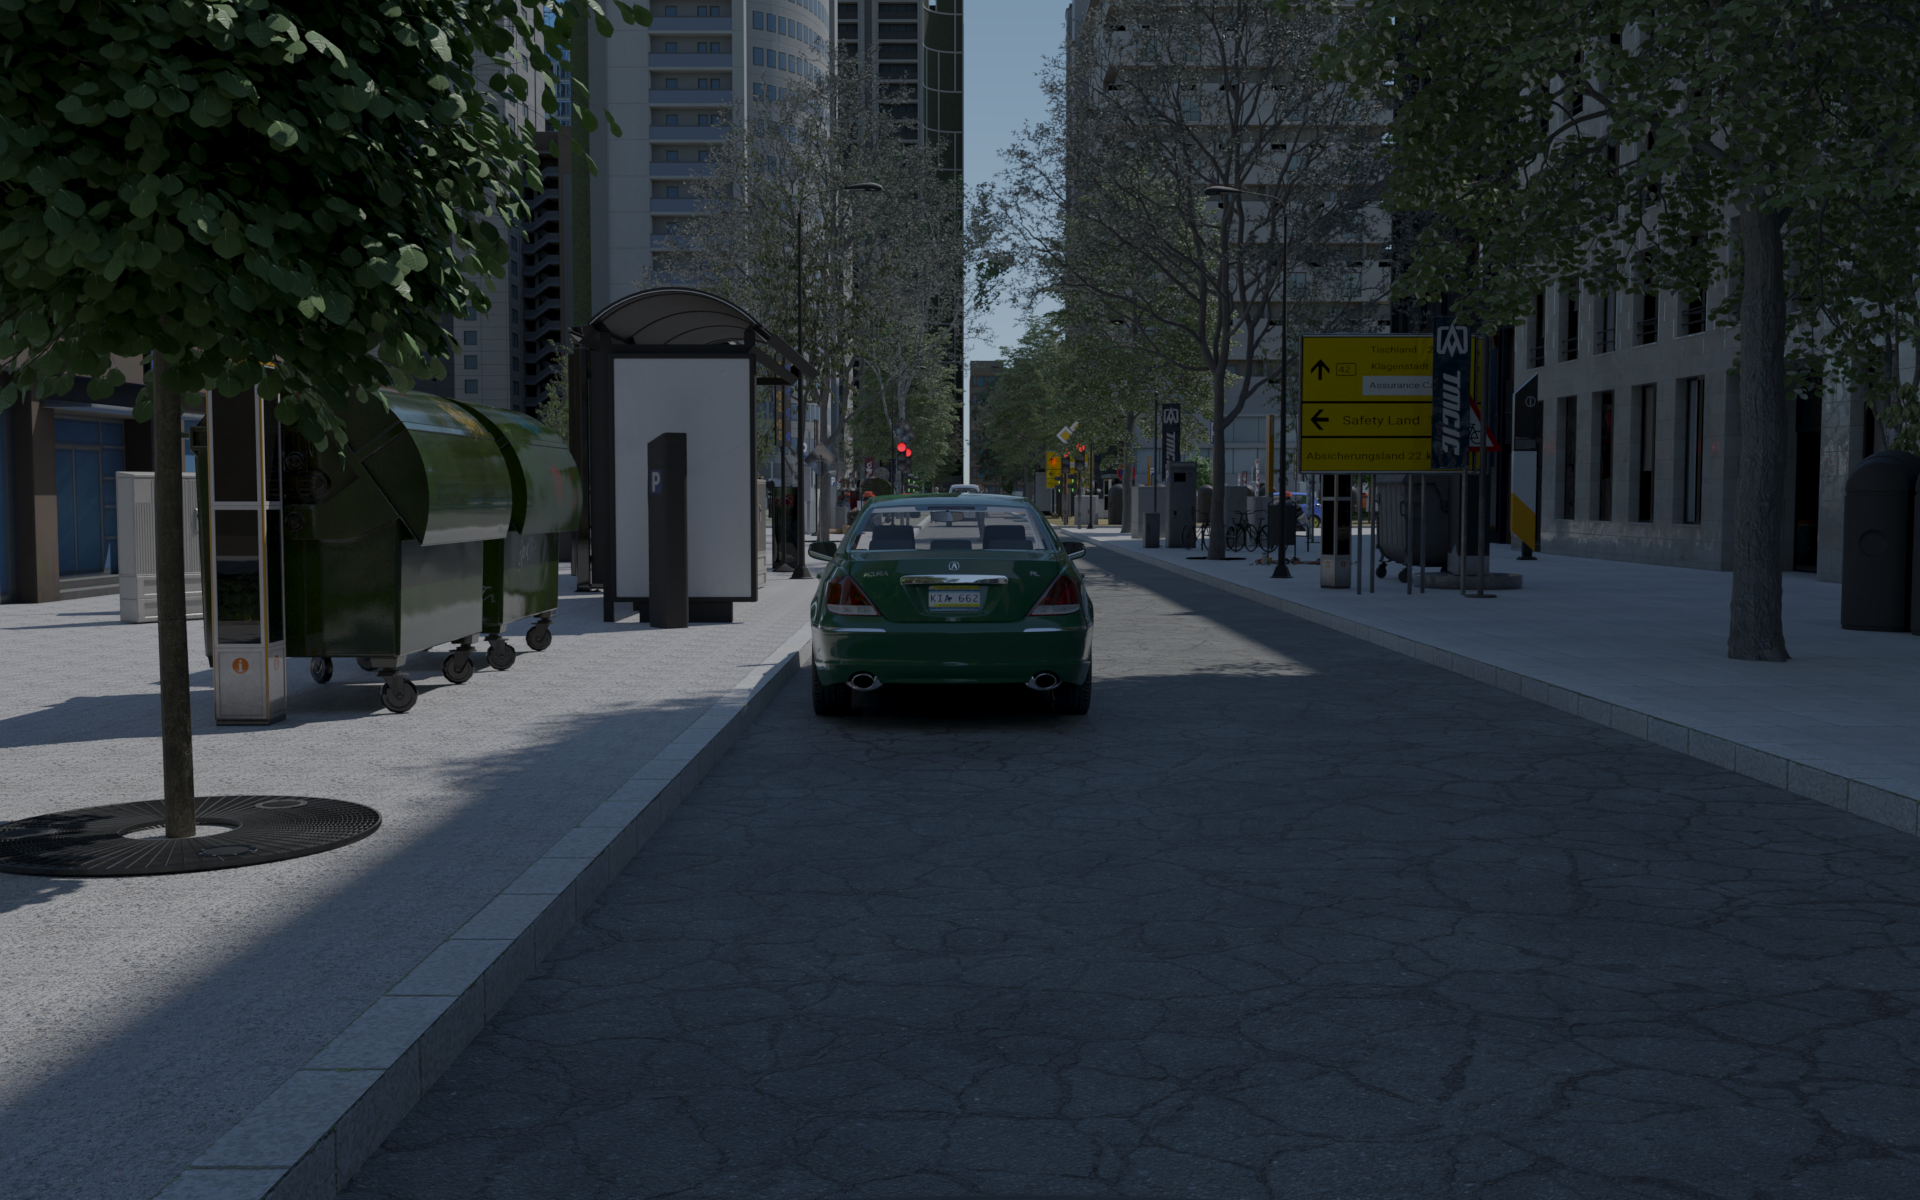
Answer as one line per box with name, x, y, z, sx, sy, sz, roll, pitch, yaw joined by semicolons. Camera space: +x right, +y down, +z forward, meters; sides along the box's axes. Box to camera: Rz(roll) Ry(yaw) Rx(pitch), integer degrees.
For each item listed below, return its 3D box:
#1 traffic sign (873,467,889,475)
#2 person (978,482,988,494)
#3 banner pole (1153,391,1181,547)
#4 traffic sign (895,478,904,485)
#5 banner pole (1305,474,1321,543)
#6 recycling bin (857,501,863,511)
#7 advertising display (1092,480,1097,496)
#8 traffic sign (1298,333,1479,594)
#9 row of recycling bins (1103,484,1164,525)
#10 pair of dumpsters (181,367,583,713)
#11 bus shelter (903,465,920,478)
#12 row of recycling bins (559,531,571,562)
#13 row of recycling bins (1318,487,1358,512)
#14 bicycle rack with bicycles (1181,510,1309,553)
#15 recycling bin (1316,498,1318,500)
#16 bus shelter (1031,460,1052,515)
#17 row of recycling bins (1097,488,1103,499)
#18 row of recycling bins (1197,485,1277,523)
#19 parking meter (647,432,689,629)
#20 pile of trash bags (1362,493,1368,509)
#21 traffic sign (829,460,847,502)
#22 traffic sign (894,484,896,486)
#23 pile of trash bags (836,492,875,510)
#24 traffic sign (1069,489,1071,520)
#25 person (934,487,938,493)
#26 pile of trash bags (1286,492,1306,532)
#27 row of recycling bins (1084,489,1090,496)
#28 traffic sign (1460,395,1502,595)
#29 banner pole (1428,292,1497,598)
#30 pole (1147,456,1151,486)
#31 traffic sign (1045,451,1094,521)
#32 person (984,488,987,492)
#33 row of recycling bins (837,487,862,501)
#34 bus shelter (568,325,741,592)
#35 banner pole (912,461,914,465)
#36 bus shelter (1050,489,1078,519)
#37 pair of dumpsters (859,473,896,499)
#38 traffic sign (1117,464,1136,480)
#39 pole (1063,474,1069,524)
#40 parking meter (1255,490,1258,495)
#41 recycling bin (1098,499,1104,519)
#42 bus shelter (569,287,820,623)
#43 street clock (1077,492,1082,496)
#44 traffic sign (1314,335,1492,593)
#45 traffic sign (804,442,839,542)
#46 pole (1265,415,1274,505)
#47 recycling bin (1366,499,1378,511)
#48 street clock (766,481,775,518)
traffic sign;-3.702;-4.969;81.354;0.768;2.556;0.104;0;4;6
person;0.579;-2.684;52.664;0.520;1.790;0.573;3;4;37
banner pole;4.969;-3.185;42.093;0.863;3.779;0.401;2;4;23
traffic sign;-4.330;-7.554;123.609;0.768;2.556;0.104;0;4;6
banner pole;9.468;-3.381;45.293;0.863;3.779;0.401;0;4;-4
recycling bin;-3.325;-3.140;63.886;0.722;1.027;0.722;-2;4;-29
advertising display;6.190;-4.594;80.319;0.123;1.923;0.974;0;4;-7
traffic sign;5.425;-1.722;22.033;2.265;3.308;0.079;0;4;0
row of recycling bins;7.977;-4.019;72.828;3.534;1.692;1.069;-1;4;-14
pair of dumpsters;-3.834;-0.585;12.060;1.574;2.255;4.437;0;4;0
bus shelter;-4.023;-8.901;136.814;1.731;3.624;6.357;0;4;0
row of recycling bins;-7.150;-1.581;32.964;3.534;1.692;1.069;-1;4;-9
row of recycling bins;19.192;-4.956;88.145;1.069;1.692;3.534;-1;4;-11
bicycle rack with bicycles;6.567;-1.562;38.915;2.852;0.926;2.925;-1;4;-15
recycling bin;22.674;-6.049;111.454;0.722;1.027;0.722;2;4;26
bus shelter;5.295;-6.628;102.296;2.014;3.302;5.546;0;4;0
row of recycling bins;9.392;-5.527;97.486;3.534;1.692;1.069;3;4;38
row of recycling bins;12.320;-4.275;77.005;3.534;1.692;1.069;1;4;15
parking meter;-2.805;-0.667;16.620;0.255;1.863;0.399;-3;4;-37
pile of trash bags;22.597;-5.722;103.302;3.447;1.369;1.912;0;4;5
traffic sign;-4.526;-3.862;63.251;0.768;2.556;0.104;0;4;5
traffic sign;-4.672;-8.044;131.631;0.768;2.556;0.104;0;4;3
pile of trash bags;-5.227;-5.398;98.010;3.447;1.369;1.912;2;4;31
traffic sign;5.529;-5.323;87.039;0.884;2.594;0.081;0;4;6
person;-1.110;-4.715;86.081;0.782;1.767;0.515;-1;4;-9
pile of trash bags;11.275;-3.114;60.660;1.912;1.369;3.447;1;4;15
row of recycling bins;11.017;-7.793;134.529;3.534;1.692;1.069;2;4;30
traffic sign;6.380;-1.339;21.893;0.884;2.594;0.081;0;4;2
banner pole;6.246;-1.923;21.466;0.863;3.779;0.401;1;4;9
pole;10.143;-6.066;93.029;0.158;3.312;0.155;0;3;0
traffic sign;5.139;-5.339;81.166;2.265;3.308;0.079;0;4;2
person;1.732;-6.307;111.811;0.583;1.804;0.606;0;4;7
row of recycling bins;-6.993;-6.172;108.032;1.069;1.692;3.534;-3;4;-36
bus shelter;-4.276;-2.103;25.660;1.731;3.624;6.357;0;4;0
banner pole;-3.488;-8.466;128.432;0.401;3.779;0.863;1;4;17
bus shelter;5.887;-7.156;94.628;2.179;5.291;8.768;0;3;0
pair of dumpsters;-3.696;-4.584;77.435;1.574;2.255;4.437;0;4;0
traffic sign;6.858;-4.359;71.375;0.768;2.556;0.104;0;4;3
pole;4.507;-4.876;73.562;0.158;3.312;0.155;0;3;0
parking meter;19.314;-6.369;112.552;0.372;1.533;0.369;0;3;0
recycling bin;7.313;-4.712;89.599;0.722;1.027;0.722;2;4;31
bus shelter;-2.814;-1.578;19.720;2.014;3.302;5.546;0;4;0
street clock;5.684;-4.738;82.038;0.358;2.002;0.471;0;4;0
traffic sign;5.668;-1.741;22.343;2.265;3.308;0.079;0;4;3
traffic sign;-3.092;-2.283;38.516;0.795;2.450;0.064;0;4;5
pole;7.990;-3.110;44.695;0.158;3.312;0.155;0;3;0
recycling bin;23.205;-5.177;97.203;0.722;1.027;0.722;0;4;5
street clock;-10.125;-5.380;92.533;0.358;2.002;0.471;3;4;37
